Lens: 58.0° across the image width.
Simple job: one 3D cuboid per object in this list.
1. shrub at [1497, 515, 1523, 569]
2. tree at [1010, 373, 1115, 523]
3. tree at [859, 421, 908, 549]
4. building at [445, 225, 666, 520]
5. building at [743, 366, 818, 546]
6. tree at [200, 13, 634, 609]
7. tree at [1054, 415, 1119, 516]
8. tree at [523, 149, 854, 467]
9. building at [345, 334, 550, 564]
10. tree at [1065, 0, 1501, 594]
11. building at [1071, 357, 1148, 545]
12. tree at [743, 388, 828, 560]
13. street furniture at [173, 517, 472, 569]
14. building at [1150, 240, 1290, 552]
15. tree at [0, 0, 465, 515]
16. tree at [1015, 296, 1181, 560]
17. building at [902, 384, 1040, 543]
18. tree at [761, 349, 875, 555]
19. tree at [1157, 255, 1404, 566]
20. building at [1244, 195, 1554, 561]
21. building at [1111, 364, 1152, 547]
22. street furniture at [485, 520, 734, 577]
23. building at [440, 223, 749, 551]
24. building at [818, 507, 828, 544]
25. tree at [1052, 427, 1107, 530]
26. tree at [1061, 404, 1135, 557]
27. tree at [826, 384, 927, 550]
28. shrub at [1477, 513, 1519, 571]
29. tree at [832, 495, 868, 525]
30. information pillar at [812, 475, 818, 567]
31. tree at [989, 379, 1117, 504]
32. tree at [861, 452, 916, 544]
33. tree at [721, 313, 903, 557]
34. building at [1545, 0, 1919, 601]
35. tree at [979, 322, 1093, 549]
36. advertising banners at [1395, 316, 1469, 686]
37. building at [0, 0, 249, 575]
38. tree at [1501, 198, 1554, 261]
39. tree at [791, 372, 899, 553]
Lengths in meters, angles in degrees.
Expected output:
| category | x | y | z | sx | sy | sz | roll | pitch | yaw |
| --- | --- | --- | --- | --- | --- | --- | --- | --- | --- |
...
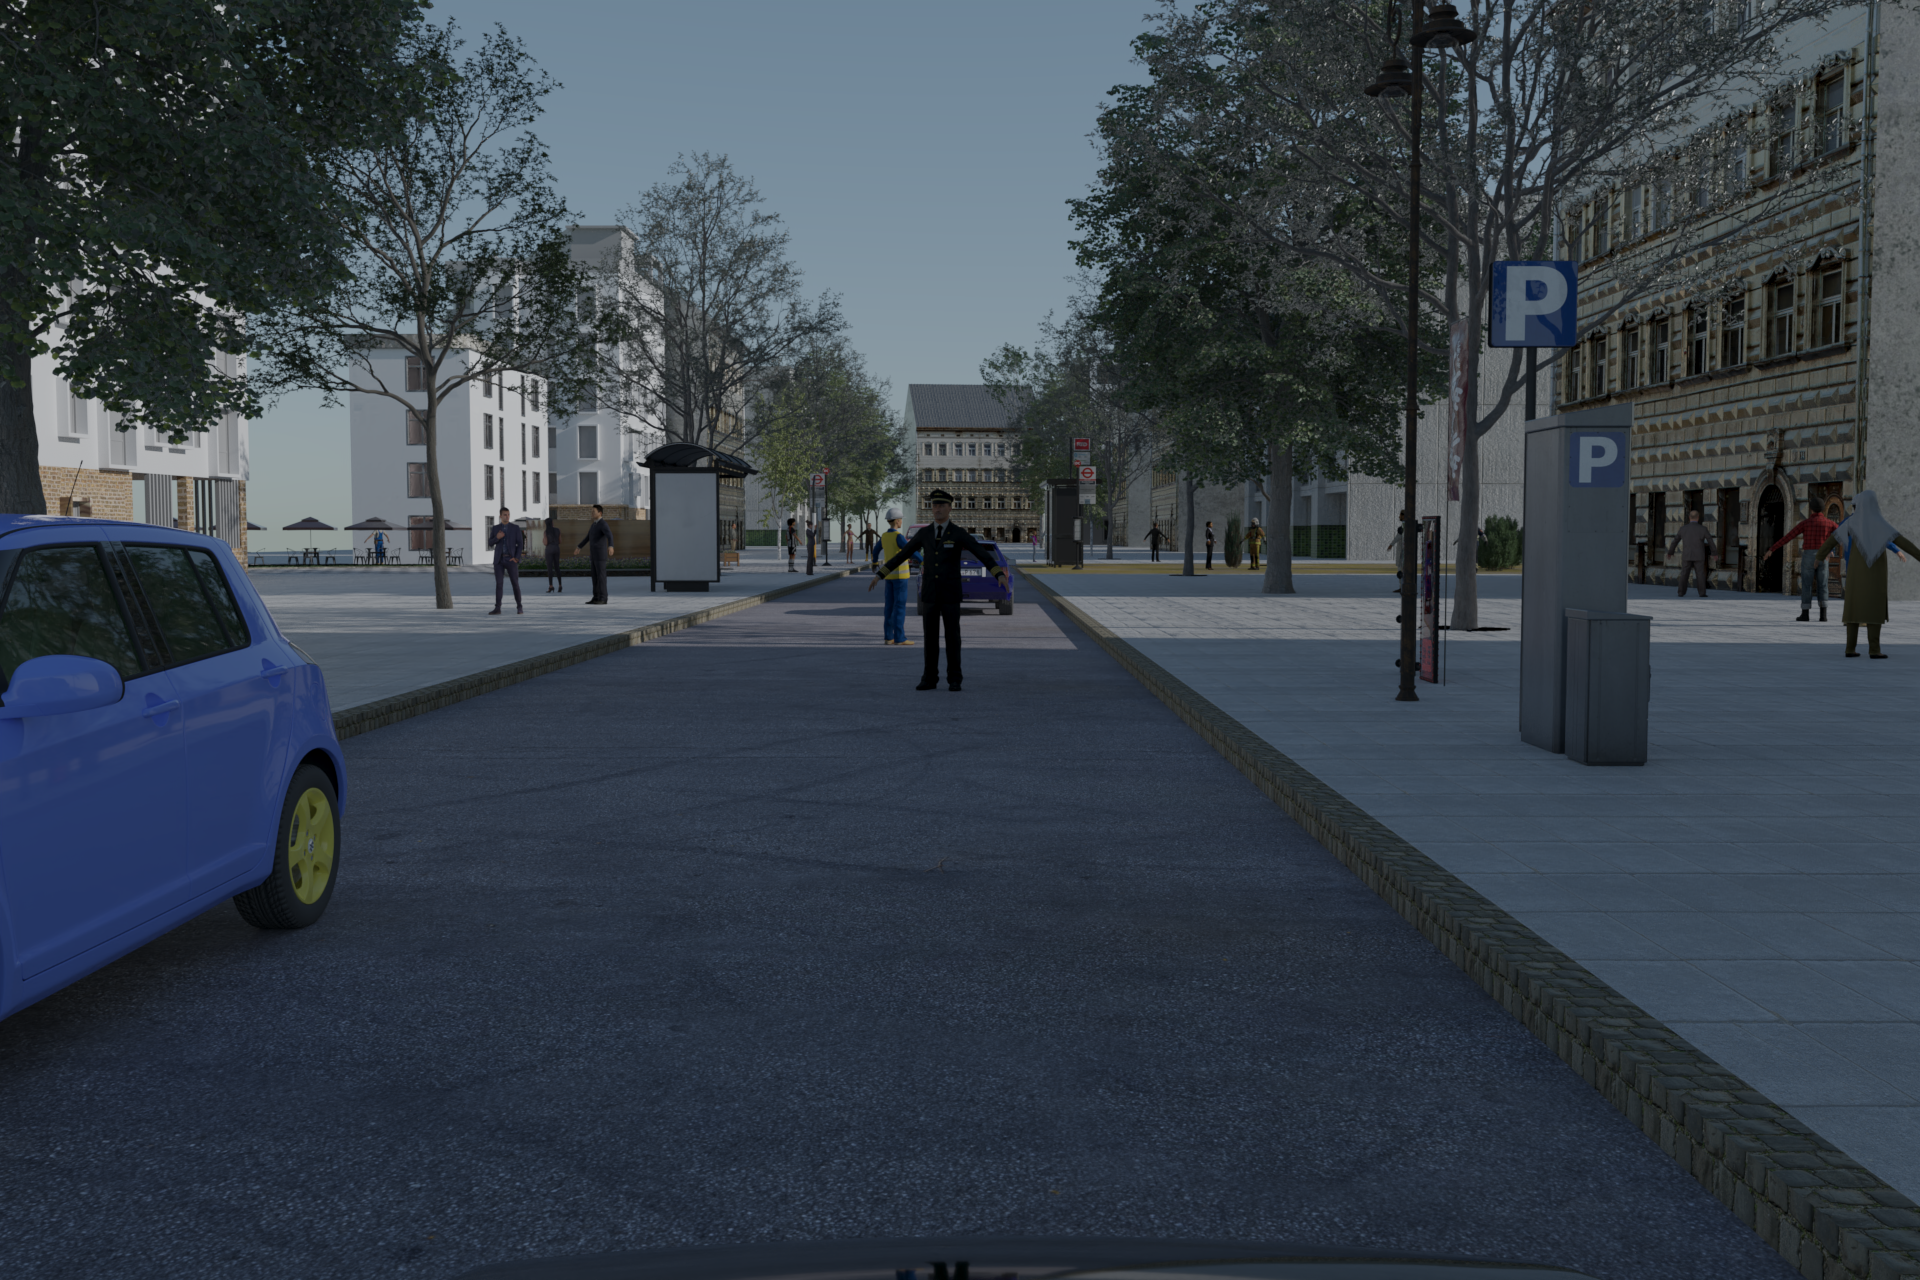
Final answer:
| category | x | y | z | sx | sy | sz | roll | pitch | yaw |
| --- | --- | --- | --- | --- | --- | --- | --- | --- | --- |
| shrub | 19.880 | -3.587 | 63.066 | 1.690 | 2.028 | 1.600 | 0 | 3 | 0 |
| tree | 7.242 | -12.434 | 121.420 | 7.486 | 12.596 | 7.792 | 0 | 3 | 0 |
| tree | -8.217 | -13.762 | 150.757 | 9.928 | 11.665 | 9.643 | 0 | 3 | 0 |
| building | -25.507 | -15.359 | 107.545 | 16.016 | 20.090 | 11.380 | 0 | 4 | 0 |
| building | -26.050 | -20.273 | 197.915 | 16.747 | 18.905 | 31.486 | 0 | 4 | 1 |
| tree | -9.187 | -5.807 | 29.353 | 7.601 | 10.594 | 8.767 | -1 | 4 | -17 |
| tree | 7.039 | -9.443 | 104.749 | 4.360 | 8.622 | 3.978 | 0 | 3 | 0 |
| tree | -8.356 | -8.826 | 54.681 | 12.009 | 13.543 | 11.850 | 0 | 3 | 0 |
| building | -25.029 | -8.843 | 86.731 | 9.099 | 9.664 | 28.070 | 0 | 4 | 0 |
| tree | 6.938 | -7.983 | 37.182 | 9.857 | 13.997 | 8.962 | 0 | 3 | 0 |
| building | 27.526 | -22.765 | 216.177 | 27.936 | 21.610 | 32.646 | 0 | 4 | 1 |
| tree | -8.749 | -8.224 | 84.827 | 4.737 | 8.622 | 4.395 | 0 | 3 | 0 |
| street furniture | -32.922 | -3.576 | 63.490 | 27.439 | 1.986 | 14.083 | 0 | 4 | -1 |
| building | 24.677 | -18.358 | 131.089 | 19.493 | 23.208 | 18.063 | 0 | 4 | 0 |
| tree | -9.096 | -6.709 | 16.341 | 9.857 | 13.997 | 8.962 | 0 | 3 | 0 |
| tree | 7.682 | -10.797 | 86.904 | 12.009 | 13.543 | 11.850 | 0 | 3 | 0 |
| building | 1.514 | -25.645 | 252.674 | 18.063 | 23.208 | 19.493 | 0 | 4 | -8 |
| tree | -8.753 | -11.506 | 106.254 | 7.486 | 12.596 | 7.792 | 0 | 3 | 0 |
| tree | 12.438 | -9.713 | 69.185 | 12.009 | 13.543 | 11.850 | 0 | 3 | 0 |
| building | 27.241 | -14.233 | 99.161 | 16.747 | 18.905 | 31.486 | 0 | 4 | 0 |
| building | 25.840 | -21.358 | 180.125 | 19.493 | 23.208 | 18.063 | 0 | 3 | 0 |
| street furniture | -12.103 | -2.906 | 54.367 | 9.812 | 1.723 | 11.010 | -1 | 4 | -21 |
| building | -26.941 | -18.400 | 131.766 | 19.493 | 23.208 | 18.063 | 0 | 4 | 1 |
| building | -23.108 | -22.360 | 222.001 | 16.016 | 20.090 | 11.380 | 0 | 4 | 0 |
| tree | 7.497 | -9.869 | 111.713 | 4.360 | 8.622 | 3.978 | 0 | 3 | 0 |
| tree | 7.753 | -9.073 | 98.704 | 4.737 | 8.622 | 4.395 | 0 | 3 | 0 |
| tree | -8.006 | -14.053 | 140.128 | 12.009 | 13.543 | 11.850 | 0 | 3 | 0 |
| shrub | 18.524 | -3.404 | 60.079 | 1.690 | 2.028 | 1.600 | 0 | 3 | 0 |
| tree | -17.350 | -20.887 | 251.863 | 12.009 | 13.543 | 11.850 | 0 | 3 | 0 |
| information pillar | -5.758 | -4.713 | 68.406 | 0.183 | 3.616 | 0.504 | 0 | 4 | 2 |
| tree | 7.328 | -13.817 | 136.280 | 12.009 | 13.543 | 11.850 | 0 | 3 | 0 |
| tree | -7.520 | -13.868 | 161.159 | 8.767 | 10.594 | 7.601 | 2 | 4 | 34 |
| tree | -8.102 | -11.296 | 95.051 | 12.009 | 13.543 | 11.850 | 0 | 3 | 0 |
| building | 26.575 | -12.881 | 41.531 | 19.493 | 23.208 | 18.063 | 0 | 4 | 1 |
| tree | 8.531 | -18.143 | 152.519 | 12.611 | 20.169 | 13.585 | 0 | 3 | 0 |
| advertising banners | 4.082 | -1.151 | 15.012 | 0.090 | 3.025 | 2.074 | 0 | 4 | 1 |
| building | -27.105 | -11.257 | 40.479 | 16.016 | 20.090 | 11.380 | 0 | 4 | 0 |
| tree | 27.297 | -13.261 | 72.708 | 12.611 | 20.169 | 13.585 | 0 | 3 | 0 |
| tree | -8.105 | -12.347 | 119.993 | 7.486 | 12.596 | 7.792 | 0 | 3 | 0 |
